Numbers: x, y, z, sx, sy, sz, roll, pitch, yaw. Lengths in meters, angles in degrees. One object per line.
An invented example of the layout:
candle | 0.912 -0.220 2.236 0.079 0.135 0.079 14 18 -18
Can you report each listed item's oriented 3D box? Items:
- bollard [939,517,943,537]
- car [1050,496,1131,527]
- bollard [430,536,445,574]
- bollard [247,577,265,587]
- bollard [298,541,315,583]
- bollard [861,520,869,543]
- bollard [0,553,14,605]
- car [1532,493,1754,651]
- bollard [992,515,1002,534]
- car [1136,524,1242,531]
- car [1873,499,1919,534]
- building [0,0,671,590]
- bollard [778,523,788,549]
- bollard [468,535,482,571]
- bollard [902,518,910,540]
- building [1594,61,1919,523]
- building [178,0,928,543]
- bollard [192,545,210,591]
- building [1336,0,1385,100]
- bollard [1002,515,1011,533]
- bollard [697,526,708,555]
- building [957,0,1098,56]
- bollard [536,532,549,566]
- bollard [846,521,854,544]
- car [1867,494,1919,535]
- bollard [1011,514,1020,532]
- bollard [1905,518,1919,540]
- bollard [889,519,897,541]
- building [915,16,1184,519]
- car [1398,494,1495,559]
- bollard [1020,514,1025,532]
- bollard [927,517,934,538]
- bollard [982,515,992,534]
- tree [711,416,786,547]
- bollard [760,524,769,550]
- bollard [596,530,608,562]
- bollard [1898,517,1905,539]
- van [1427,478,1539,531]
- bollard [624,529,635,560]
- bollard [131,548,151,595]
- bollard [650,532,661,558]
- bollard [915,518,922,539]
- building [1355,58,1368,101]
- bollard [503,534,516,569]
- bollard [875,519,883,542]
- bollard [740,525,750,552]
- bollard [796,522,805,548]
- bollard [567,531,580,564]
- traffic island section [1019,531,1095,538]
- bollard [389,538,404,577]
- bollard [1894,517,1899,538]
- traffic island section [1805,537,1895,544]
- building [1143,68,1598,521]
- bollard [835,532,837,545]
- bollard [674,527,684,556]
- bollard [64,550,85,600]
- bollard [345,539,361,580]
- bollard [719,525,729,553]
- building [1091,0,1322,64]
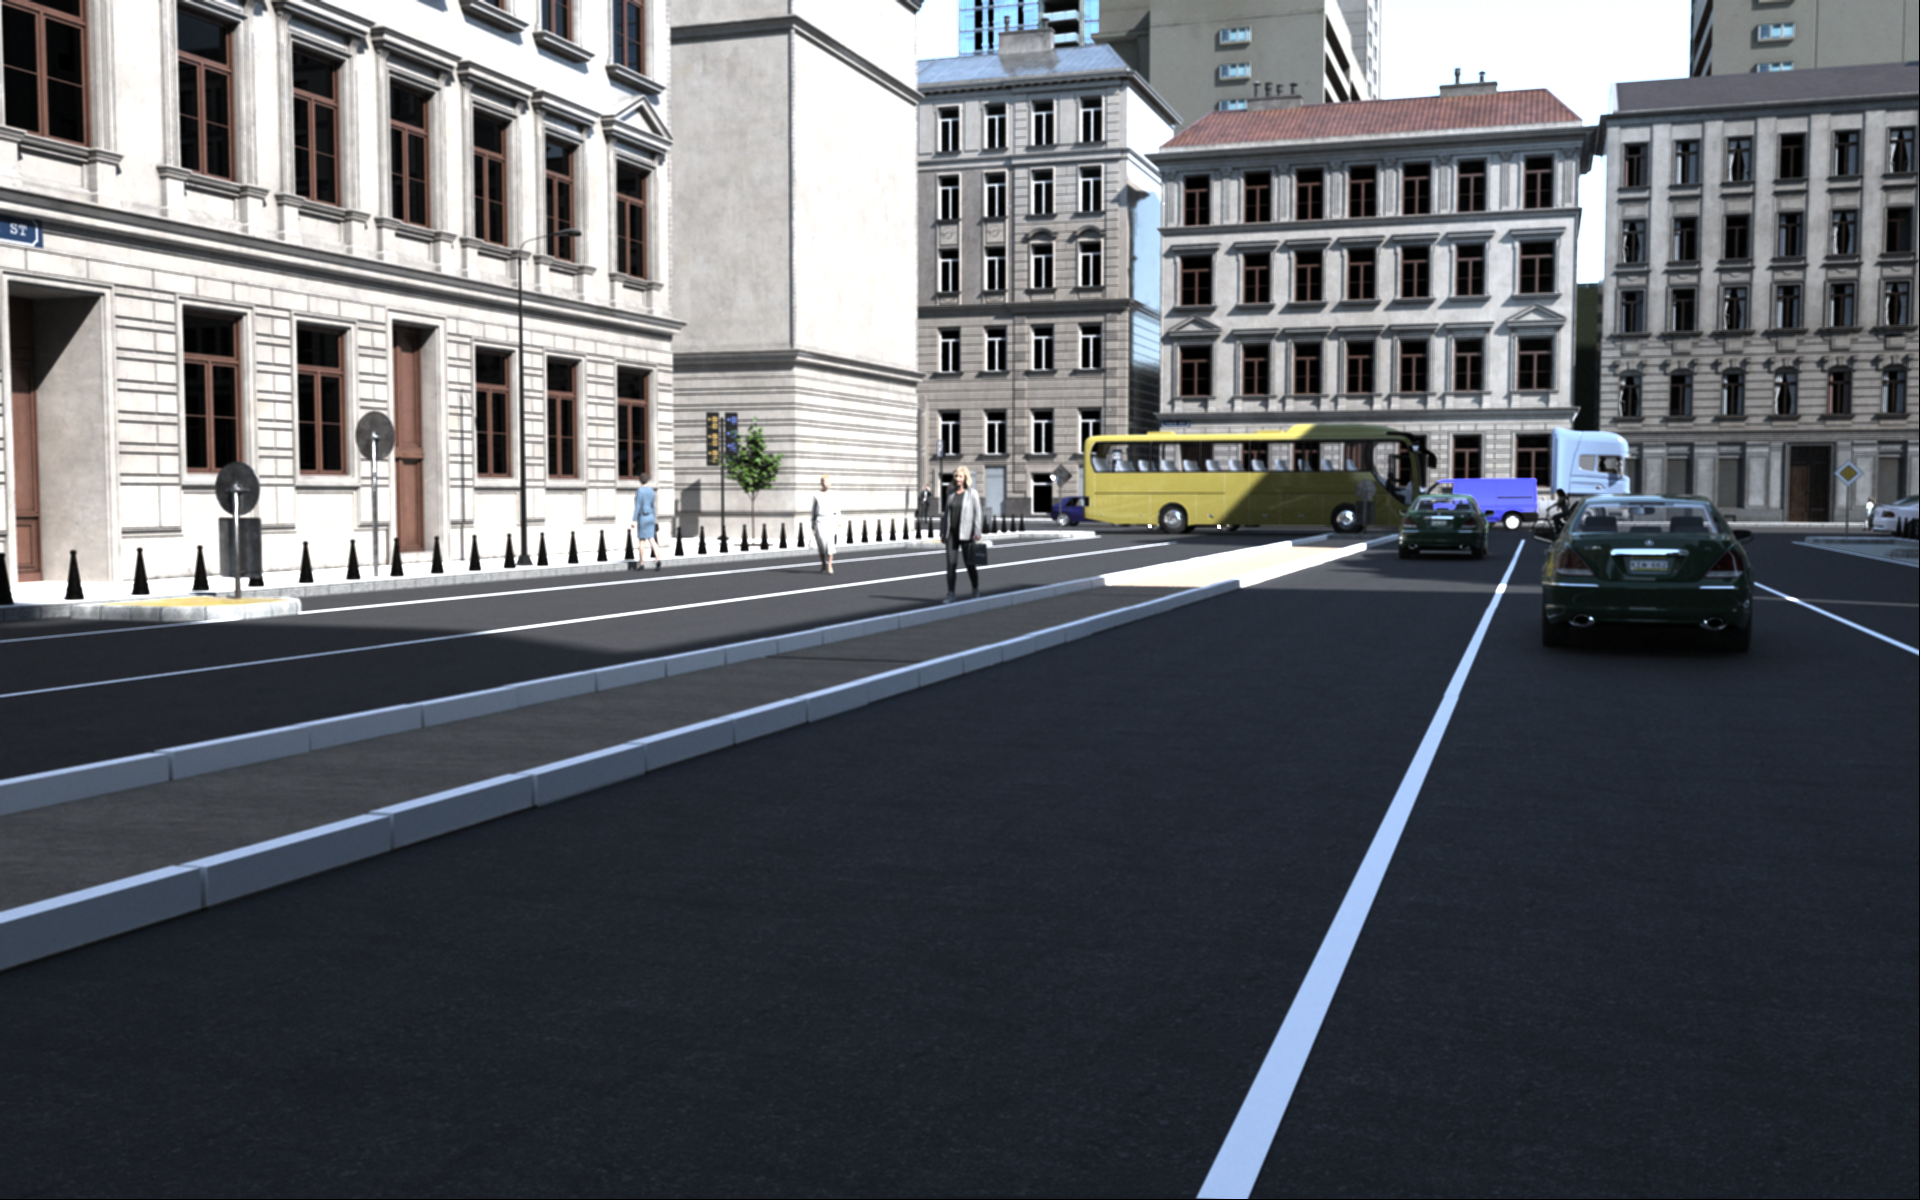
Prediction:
bollard | -0.524 -2.160 51.353 0.229 0.601 0.229 0 3 0
car | 6.071 -3.951 77.175 3.894 1.354 1.945 1 4 21
bollard | -8.430 -0.726 27.915 0.229 0.601 0.229 0 3 0
bollard | -9.755 -0.486 23.992 0.229 0.601 0.229 0 3 0
bollard | -9.429 -0.546 24.966 0.229 0.601 0.229 0 3 0
bollard | -2.502 -1.801 45.493 0.229 0.601 0.229 0 3 0
bollard | -11.086 -0.245 20.055 0.229 0.601 0.229 0 3 0
car | 6.849 -0.343 17.404 2.131 1.459 4.920 1 4 20
bollard | 1.124 -2.459 56.249 0.229 0.601 0.229 0 3 0
car | 9.140 -3.596 67.595 4.718 1.807 1.959 1 4 20
car | 31.234 -2.553 54.107 4.827 1.381 2.083 1 4 17
building | -14.654 -12.021 32.694 11.583 22.565 21.152 1 4 19
bollard | -4.150 -1.503 40.614 0.229 0.601 0.229 0 3 0
bollard | -8.098 -0.786 28.901 0.229 0.601 0.229 0 3 0
bollard | -1.515 -1.981 48.424 0.229 0.601 0.229 0 3 0
building | 39.286 -14.174 80.897 18.267 20.994 9.793 1 4 19
building | -12.337 -13.458 56.195 21.152 22.565 11.583 1 4 19
bollard | -10.090 -0.426 23.006 0.229 0.601 0.229 0 3 0
building | 37.842 -46.696 201.725 20.611 71.187 20.563 1 4 19
bollard | 1.454 -2.519 57.227 0.229 0.601 0.229 0 3 0
bollard | -5.466 -1.264 36.715 0.229 0.601 0.229 0 3 0
building | 12.801 -54.781 208.345 31.000 86.520 22.319 1 4 19
bollard | -7.439 -0.906 30.858 0.229 0.601 0.229 0 3 0
bollard | -2.833 -1.742 44.521 0.229 0.601 0.229 0 3 0
car | 33.621 -2.880 58.889 4.920 1.459 2.131 1 4 19
bollard | 1.784 -2.578 58.199 0.229 0.601 0.229 0 3 0
bollard | 26.968 -2.016 49.001 0.229 0.601 0.229 0 3 0
bollard | -1.841 -1.921 47.446 0.229 0.601 0.229 0 3 0
building | -1.210 -18.318 96.765 25.104 27.353 12.463 1 4 19
car | 11.114 -1.705 39.676 2.131 1.459 4.920 1 4 19
bollard | 2.111 -2.638 59.174 0.229 0.601 0.229 0 3 0
bollard | -0.853 -2.100 50.380 0.229 0.601 0.229 0 3 0
bollard | 0.801 -2.400 55.275 0.229 0.601 0.229 0 3 0
tree | -5.006 -2.942 42.697 1.663 3.219 1.824 0 3 0
bollard | -4.476 -1.443 39.634 0.229 0.601 0.229 0 3 0
bollard | -6.782 -1.026 32.812 0.229 0.601 0.229 0 3 0
bollard | 27.299 -2.076 49.982 0.229 0.601 0.229 0 3 0
van | 20.135 -3.918 68.437 5.245 2.365 2.240 1 4 18
bollard | -6.452 -1.086 33.792 0.229 0.601 0.229 0 3 0
bollard | -10.426 -0.366 22.029 0.229 0.601 0.229 0 3 0
bollard | -6.123 -1.145 34.765 0.229 0.601 0.229 0 3 0
bollard | -1.184 -2.040 49.396 0.229 0.601 0.229 0 3 0
building | 30.588 -34.112 181.428 21.300 48.544 21.600 1 4 19
bollard | -7.772 -0.846 29.874 0.229 0.601 0.229 0 3 0
bollard | -2.172 -1.861 46.474 0.229 0.601 0.229 0 3 0
bollard | -4.809 -1.384 38.662 0.229 0.601 0.229 0 3 0
bollard | -3.820 -1.563 41.590 0.229 0.601 0.229 0 3 0
bollard | -7.112 -0.966 31.831 0.229 0.601 0.229 0 3 0
traffic island section | 3.343 -2.192 58.126 2.009 0.180 2.903 1 4 19
bollard | -8.764 -0.667 26.944 0.229 0.601 0.229 0 3 0
bollard | 27.631 -2.136 50.959 0.229 0.601 0.229 0 3 0
traffic island section | 25.889 -1.729 50.543 2.009 0.180 2.903 1 4 19
building | 20.940 -15.420 88.266 21.152 22.565 11.583 1 4 19
bollard | -3.159 -1.682 43.547 0.229 0.601 0.229 0 3 0
bollard | -5.796 -1.205 35.738 0.229 0.601 0.229 0 3 0
bollard | -10.758 -0.305 21.028 0.229 0.601 0.229 0 3 0
bollard | -9.095 -0.606 25.953 0.229 0.601 0.229 0 3 0
bollard | -5.141 -1.324 37.691 0.229 0.601 0.229 0 3 0
building | 24.008 -32.829 160.463 21.300 48.544 21.600 1 4 19
